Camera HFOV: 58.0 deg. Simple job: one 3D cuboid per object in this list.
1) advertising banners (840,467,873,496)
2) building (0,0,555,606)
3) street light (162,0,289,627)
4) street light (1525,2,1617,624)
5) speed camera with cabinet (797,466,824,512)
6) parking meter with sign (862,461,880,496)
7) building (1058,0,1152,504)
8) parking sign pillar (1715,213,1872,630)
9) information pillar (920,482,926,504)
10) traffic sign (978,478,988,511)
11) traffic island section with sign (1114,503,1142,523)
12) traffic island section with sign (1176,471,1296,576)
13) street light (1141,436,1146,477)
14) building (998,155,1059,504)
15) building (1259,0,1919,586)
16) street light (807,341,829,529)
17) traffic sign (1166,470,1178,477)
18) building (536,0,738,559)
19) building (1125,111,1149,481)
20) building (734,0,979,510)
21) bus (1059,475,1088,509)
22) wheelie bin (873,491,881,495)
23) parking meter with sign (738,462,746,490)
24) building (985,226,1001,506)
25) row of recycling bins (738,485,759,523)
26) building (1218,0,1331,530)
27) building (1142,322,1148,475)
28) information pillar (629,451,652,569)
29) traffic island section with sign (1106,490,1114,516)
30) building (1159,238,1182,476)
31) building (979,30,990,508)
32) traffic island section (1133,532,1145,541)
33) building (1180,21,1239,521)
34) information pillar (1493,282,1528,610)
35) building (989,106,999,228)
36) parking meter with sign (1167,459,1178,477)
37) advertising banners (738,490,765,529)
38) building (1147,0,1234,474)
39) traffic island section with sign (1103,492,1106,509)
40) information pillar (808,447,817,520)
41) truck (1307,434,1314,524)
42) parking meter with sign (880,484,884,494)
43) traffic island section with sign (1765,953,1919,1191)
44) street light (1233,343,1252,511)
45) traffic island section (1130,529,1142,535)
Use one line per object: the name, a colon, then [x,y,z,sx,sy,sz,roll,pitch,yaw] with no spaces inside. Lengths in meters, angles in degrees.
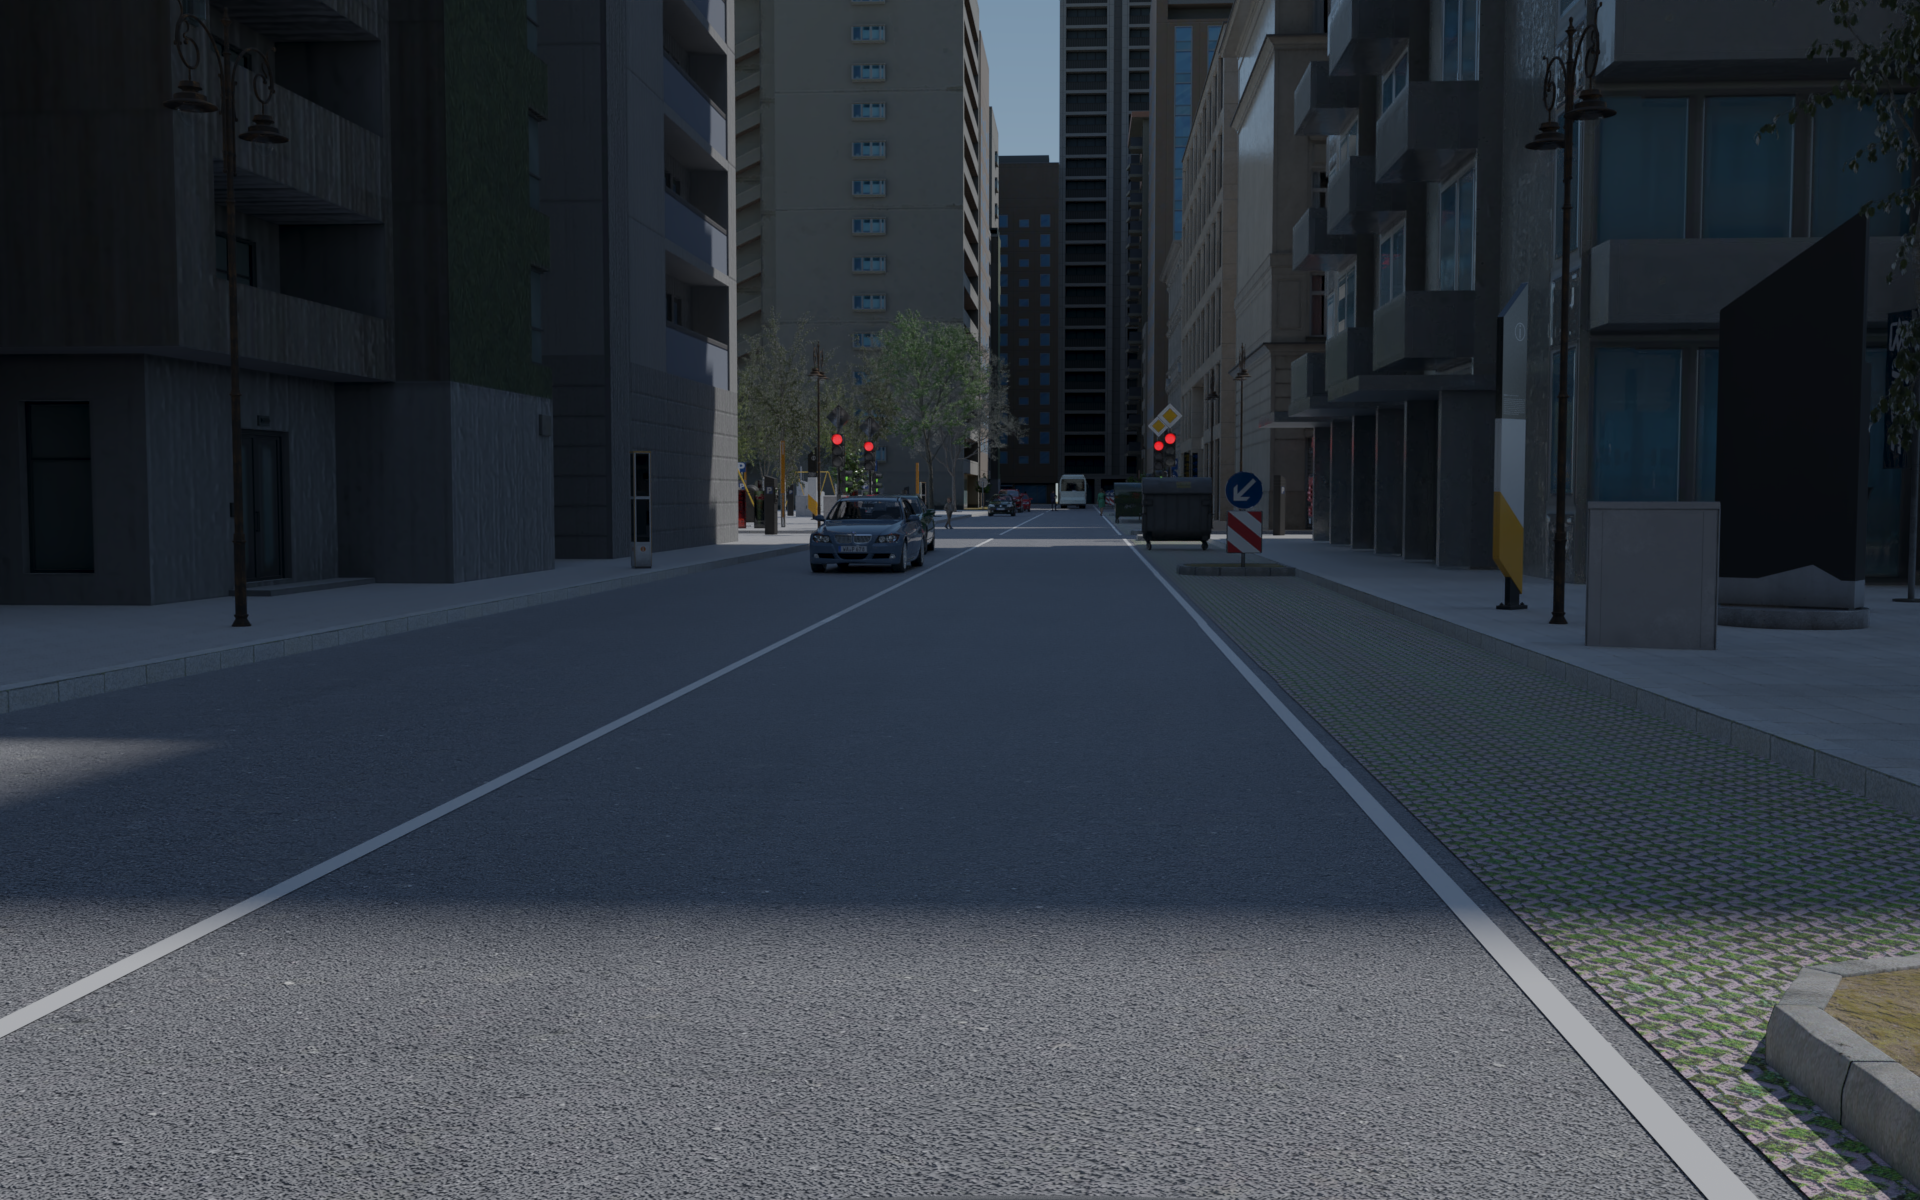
advertising banners: [-4.915,-5.158,80.514,2.074,3.025,0.090,2,4,31]
building: [-14.394,-15.325,22.269,14.160,30.474,14.107,0,4,4]
street light: [-6.968,-2.681,16.617,0.468,5.910,1.993,0,4,4]
street light: [5.917,-2.701,16.950,0.468,5.910,1.993,0,4,4]
speed camera with cabinet: [-10.652,-7.900,123.504,2.038,3.252,0.660,2,4,29]
parking meter with sign: [-4.813,-5.716,89.716,0.543,3.016,1.738,1,4,17]
building: [23.503,-48.355,228.862,20.611,71.187,20.563,0,4,4]
parking sign pillar: [8.129,-1.740,16.917,1.447,3.967,1.447,3,5,39]
information pillar: [-2.314,-6.316,107.758,0.304,2.012,0.304,-1,4,-21]
traffic sign: [1.781,-8.226,134.597,0.768,2.556,0.104,1,4,14]
traffic island section with sign: [8.836,-4.761,86.478,1.989,1.847,2.006,0,4,4]
traffic island section with sign: [4.899,-1.366,30.968,1.989,1.847,2.006,0,4,4]
street light: [14.360,-9.979,135.948,0.468,5.910,1.993,0,4,4]
building: [5.955,-35.360,228.251,14.200,45.320,14.600,0,4,4]
building: [19.159,-25.424,35.299,23.786,49.044,30.456,0,4,4]
street light: [-4.282,-4.875,52.499,0.468,5.910,1.993,0,4,4]
traffic sign: [10.555,-5.312,86.959,0.768,2.556,0.104,1,4,10]
building: [-20.308,-30.570,41.815,28.212,58.520,21.231,0,4,4]
building: [29.936,-33.083,195.538,22.147,44.769,28.867,0,4,4]
building: [-9.622,-32.076,148.144,21.300,48.544,21.600,0,4,4]
bus: [11.376,-10.934,173.625,2.948,3.499,13.247,0,4,4]
wheelie bin: [-6.001,-7.101,124.015,0.693,1.594,0.980,0,4,-7]
parking meter with sign: [-11.832,-5.964,93.765,0.543,3.016,1.738,-1,4,-9]
building: [-3.122,-25.018,180.741,14.160,30.474,14.107,0,4,4]
row of recycling bins: [-10.571,-4.378,78.696,3.534,1.692,1.069,2,4,31]
building: [25.803,-14.343,67.797,30.059,22.955,16.112,0,4,4]
building: [31.968,-19.704,167.203,27.650,21.520,28.899,0,4,4]
information pillar: [-5.502,-1.551,29.848,0.304,2.012,0.304,-2,4,-24]
traffic island section with sign: [10.741,-6.406,113.366,1.989,1.847,2.006,0,4,4]
building: [20.659,-17.691,125.409,11.583,22.565,21.152,0,4,4]
building: [-4.502,-31.551,165.977,14.600,45.320,14.200,0,4,4]
traffic island section: [6.494,-1.917,53.630,2.009,0.180,2.903,0,4,4]
building: [23.086,-17.917,97.451,19.350,26.468,34.151,0,4,4]
information pillar: [6.087,-1.699,19.138,0.504,3.616,0.183,-3,5,-40]
building: [-6.545,-35.365,201.914,21.600,48.544,21.300,0,4,4]
parking meter with sign: [10.331,-5.373,84.110,0.543,3.016,1.738,0,4,5]
advertising banners: [-8.158,-4.167,64.317,2.074,3.025,0.090,-1,4,-14]
building: [23.027,-30.302,145.545,14.600,45.320,14.200,0,4,4]
traffic island section with sign: [16.235,-11.154,190.995,1.989,1.847,2.006,0,4,4]
information pillar: [-7.302,-5.783,85.899,0.504,3.616,0.183,1,4,22]
truck: [16.625,-4.182,57.288,11.283,4.237,2.839,0,4,6]
parking meter with sign: [-6.161,-8.316,132.219,1.738,3.016,0.543,-1,4,-20]
traffic island section with sign: [2.978,0.296,3.791,1.989,1.847,2.006,0,4,4]
street light: [8.611,-4.906,53.002,0.468,5.910,1.993,0,4,4]
traffic island section: [7.059,-2.405,61.595,2.009,0.180,2.903,0,4,4]
